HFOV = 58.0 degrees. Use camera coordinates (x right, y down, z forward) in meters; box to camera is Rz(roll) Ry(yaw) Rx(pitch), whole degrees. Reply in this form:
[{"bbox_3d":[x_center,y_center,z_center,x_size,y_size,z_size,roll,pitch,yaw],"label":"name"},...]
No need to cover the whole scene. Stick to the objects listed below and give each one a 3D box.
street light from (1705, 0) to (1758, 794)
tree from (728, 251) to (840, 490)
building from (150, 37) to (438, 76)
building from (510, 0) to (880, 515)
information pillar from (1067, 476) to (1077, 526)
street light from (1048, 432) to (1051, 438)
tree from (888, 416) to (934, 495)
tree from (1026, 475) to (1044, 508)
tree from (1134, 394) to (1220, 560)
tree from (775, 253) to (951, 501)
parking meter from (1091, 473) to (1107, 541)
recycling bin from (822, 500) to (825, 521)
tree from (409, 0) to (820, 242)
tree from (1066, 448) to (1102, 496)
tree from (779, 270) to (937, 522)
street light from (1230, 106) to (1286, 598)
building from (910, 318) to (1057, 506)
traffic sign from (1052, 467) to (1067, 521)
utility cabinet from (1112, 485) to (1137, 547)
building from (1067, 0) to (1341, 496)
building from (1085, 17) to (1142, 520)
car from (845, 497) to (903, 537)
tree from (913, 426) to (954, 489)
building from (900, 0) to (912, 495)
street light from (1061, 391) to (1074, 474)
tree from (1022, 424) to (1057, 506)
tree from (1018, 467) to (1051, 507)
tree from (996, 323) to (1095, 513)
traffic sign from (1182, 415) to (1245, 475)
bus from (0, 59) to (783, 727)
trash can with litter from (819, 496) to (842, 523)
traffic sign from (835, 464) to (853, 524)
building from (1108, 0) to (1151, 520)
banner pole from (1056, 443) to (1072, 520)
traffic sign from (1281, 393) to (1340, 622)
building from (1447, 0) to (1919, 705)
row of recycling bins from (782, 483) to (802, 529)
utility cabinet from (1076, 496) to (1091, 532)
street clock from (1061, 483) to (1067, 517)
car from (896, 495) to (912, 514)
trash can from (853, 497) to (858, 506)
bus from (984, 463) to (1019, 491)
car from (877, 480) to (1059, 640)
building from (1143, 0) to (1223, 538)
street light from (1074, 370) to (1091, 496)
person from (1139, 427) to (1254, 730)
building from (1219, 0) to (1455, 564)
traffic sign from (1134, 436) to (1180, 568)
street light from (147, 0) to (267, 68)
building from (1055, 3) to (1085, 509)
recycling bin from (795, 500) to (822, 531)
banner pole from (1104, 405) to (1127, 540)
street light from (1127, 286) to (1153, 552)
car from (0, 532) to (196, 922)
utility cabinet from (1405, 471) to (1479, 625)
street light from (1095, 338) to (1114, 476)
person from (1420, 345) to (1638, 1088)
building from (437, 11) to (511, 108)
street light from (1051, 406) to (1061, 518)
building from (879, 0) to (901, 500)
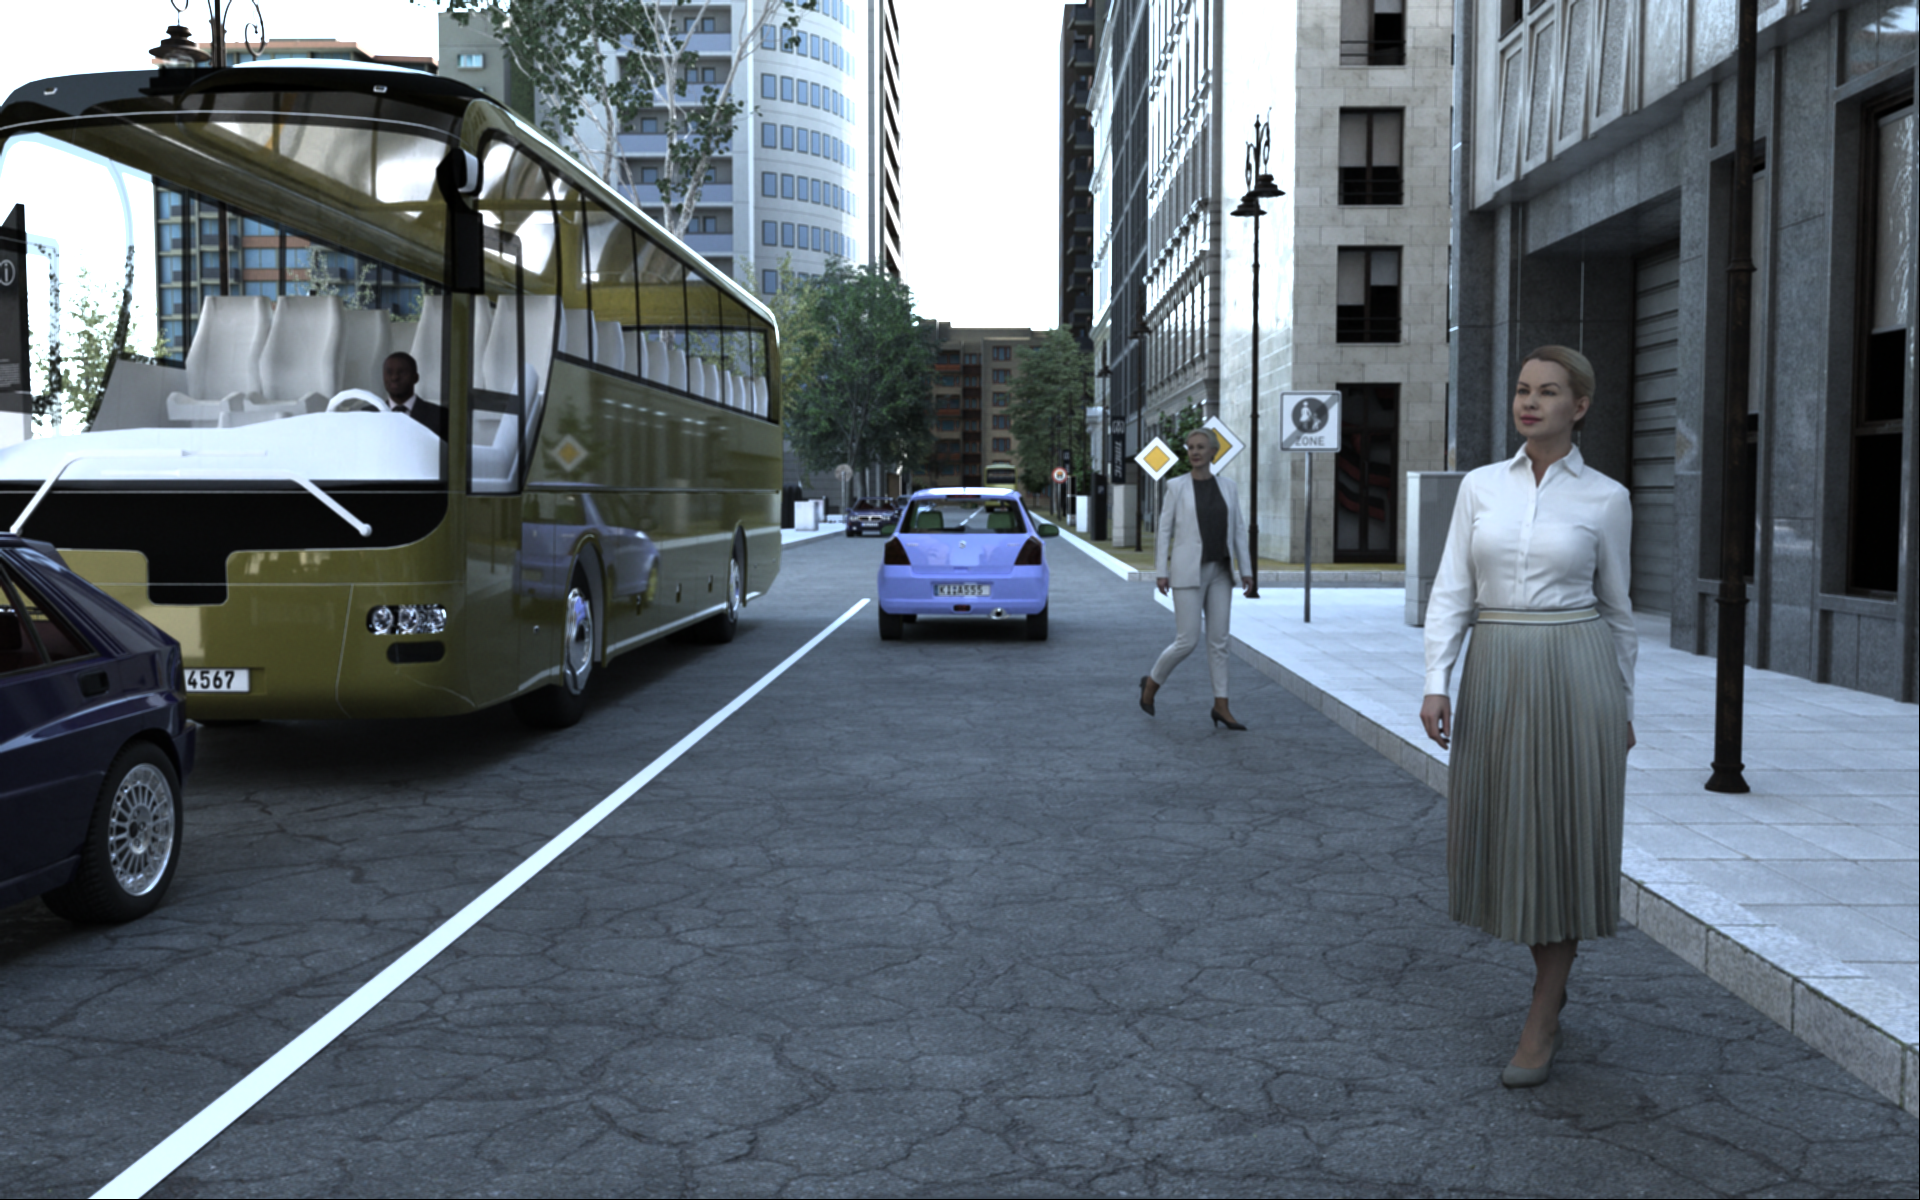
[{"bbox_3d":[3.325,-2.112,7.327,0.468,5.910,1.993,0,4,1],"label":"street light"},{"bbox_3d":[-5.802,-6.209,51.881,4.737,8.622,4.395,0,3,0],"label":"tree"},{"bbox_3d":[-61.943,-31.477,169.272,28.867,44.769,22.147,0,4,1],"label":"building"},{"bbox_3d":[-16.983,-35.270,118.668,21.231,58.520,28.212,0,4,1],"label":"building"},{"bbox_3d":[4.487,-3.977,69.518,0.304,2.012,0.304,-1,4,-18],"label":"information pillar"},{"bbox_3d":[5.540,-8.048,104.375,0.468,5.910,1.993,0,4,1],"label":"street light"},{"bbox_3d":[-3.914,-11.021,130.555,4.737,8.622,4.395,0,3,0],"label":"tree"},{"bbox_3d":[7.239,-10.178,161.012,1.663,3.219,1.824,0,3,0],"label":"tree"},{"bbox_3d":[4.509,-2.393,33.725,1.663,3.219,1.824,0,3,0],"label":"tree"},{"bbox_3d":[-5.227,-11.235,90.351,9.857,13.997,8.962,0,3,0],"label":"tree"},{"bbox_3d":[3.824,-2.569,47.713,0.399,1.863,0.255,-2,4,-28],"label":"parking meter"},{"bbox_3d":[-6.455,-4.033,78.494,0.722,1.027,0.722,0,4,1],"label":"recycling bin"},{"bbox_3d":[-8.025,-11.214,39.245,12.611,20.169,13.585,0,3,0],"label":"tree"},{"bbox_3d":[5.108,-4.806,73.187,1.663,3.219,1.824,0,3,0],"label":"tree"},{"bbox_3d":[-4.877,-9.395,79.356,9.928,11.665,9.643,0,3,0],"label":"tree"},{"bbox_3d":[3.618,-2.962,21.221,0.468,5.910,1.993,0,4,1],"label":"street light"},{"bbox_3d":[-2.795,-22.007,204.856,28.899,21.520,27.650,0,4,1],"label":"building"},{"bbox_3d":[4.710,-4.994,81.756,0.768,2.556,0.104,0,4,5],"label":"traffic sign"},{"bbox_3d":[4.006,-2.026,41.805,0.318,1.500,1.173,2,4,25],"label":"utility cabinet"},{"bbox_3d":[19.667,-29.386,135.081,22.147,44.769,28.867,0,4,1],"label":"building"},{"bbox_3d":[14.048,-18.889,94.744,13.634,28.700,20.117,0,4,1],"label":"building"},{"bbox_3d":[-2.882,-2.842,59.044,1.945,1.354,3.894,0,4,3],"label":"car"},{"bbox_3d":[-2.636,-13.915,177.869,4.360,8.622,3.978,0,3,0],"label":"tree"},{"bbox_3d":[-15.590,-44.664,168.510,20.611,71.187,20.563,0,4,1],"label":"building"},{"bbox_3d":[4.941,-6.411,77.606,0.468,5.910,1.993,0,4,1],"label":"street light"},{"bbox_3d":[8.359,-14.217,182.810,4.737,8.622,4.395,0,3,0],"label":"tree"},{"bbox_3d":[7.510,-11.738,175.635,4.285,4.588,4.351,0,3,0],"label":"tree"},{"bbox_3d":[6.276,-12.032,114.842,7.486,12.596,7.792,0,3,0],"label":"tree"},{"bbox_3d":[3.210,-1.121,21.969,0.795,2.450,0.064,0,4,1],"label":"traffic sign"},{"bbox_3d":[-3.455,-1.367,13.899,2.896,3.916,12.252,0,4,2],"label":"bus"},{"bbox_3d":[-6.057,-4.021,76.803,1.678,1.210,2.233,0,4,-4],"label":"trash can with litter"},{"bbox_3d":[-4.908,-4.465,73.109,0.768,2.556,0.104,0,4,4],"label":"traffic sign"},{"bbox_3d":[14.017,-17.066,72.532,14.314,27.812,24.014,0,4,1],"label":"building"},{"bbox_3d":[5.178,-5.859,85.809,0.863,3.779,0.401,-1,4,-23],"label":"banner pole"},{"bbox_3d":[3.470,-0.925,17.250,0.606,2.300,0.079,0,4,3],"label":"traffic sign"},{"bbox_3d":[11.449,-11.708,9.452,12.078,24.808,19.932,0,4,1],"label":"building"},{"bbox_3d":[-6.611,-3.547,65.103,1.069,1.692,3.534,0,4,7],"label":"row of recycling bins"},{"bbox_3d":[4.234,-2.883,58.303,0.306,1.237,1.020,-1,4,-17],"label":"utility cabinet"},{"bbox_3d":[5.934,-5.739,98.403,0.358,2.002,0.471,-1,4,-14],"label":"street clock"},{"bbox_3d":[-1.920,-3.607,70.969,2.014,1.417,4.499,0,4,2],"label":"car"},{"bbox_3d":[-5.835,-5.234,97.230,0.748,1.137,0.748,0,3,0],"label":"trash can"},{"bbox_3d":[3.294,-8.952,137.913,2.896,3.916,12.252,0,4,2],"label":"bus"},{"bbox_3d":[0.087,-0.535,18.331,1.945,1.707,3.694,0,4,2],"label":"car"},{"bbox_3d":[10.930,-12.352,51.107,9.793,20.994,18.267,0,4,1],"label":"building"},{"bbox_3d":[4.645,-5.617,64.625,0.468,5.910,1.993,0,4,1],"label":"street light"},{"bbox_3d":[1.458,-0.145,10.754,0.514,1.842,0.818,-3,4,-37],"label":"person"},{"bbox_3d":[14.584,-11.098,36.208,16.860,20.320,10.420,0,4,1],"label":"building"},{"bbox_3d":[3.392,-1.609,29.952,0.795,2.450,0.064,0,4,1],"label":"traffic sign"},{"bbox_3d":[-6.262,-2.567,14.755,0.468,5.910,1.993,0,4,1],"label":"street light"},{"bbox_3d":[15.970,-30.981,156.647,14.600,45.320,14.200,0,4,1],"label":"building"},{"bbox_3d":[-5.284,-2.885,59.732,0.722,1.027,0.722,0,4,6],"label":"recycling bin"},{"bbox_3d":[4.327,-3.597,48.836,0.863,3.779,0.401,-2,4,-24],"label":"banner pole"},{"bbox_3d":[3.993,-4.023,38.570,0.468,5.910,1.993,0,4,1],"label":"street light"},{"bbox_3d":[-3.641,0.490,4.569,1.945,1.354,3.894,0,4,2],"label":"car"},{"bbox_3d":[4.951,-0.500,16.849,1.173,1.500,0.318,-1,4,-11],"label":"utility cabinet"},{"bbox_3d":[4.281,-4.817,51.552,0.468,5.910,1.993,0,4,1],"label":"street light"},{"bbox_3d":[1.475,0.265,4.399,0.478,1.798,0.641,3,4,39],"label":"person"},{"bbox_3d":[-36.718,-33.320,168.486,21.600,48.544,21.300,0,4,1],"label":"building"},{"bbox_3d":[5.180,-7.224,90.893,0.468,5.910,1.993,0,4,1],"label":"street light"},{"bbox_3d":[-16.207,-31.812,143.821,21.300,48.544,21.600,0,4,1],"label":"building"}]
